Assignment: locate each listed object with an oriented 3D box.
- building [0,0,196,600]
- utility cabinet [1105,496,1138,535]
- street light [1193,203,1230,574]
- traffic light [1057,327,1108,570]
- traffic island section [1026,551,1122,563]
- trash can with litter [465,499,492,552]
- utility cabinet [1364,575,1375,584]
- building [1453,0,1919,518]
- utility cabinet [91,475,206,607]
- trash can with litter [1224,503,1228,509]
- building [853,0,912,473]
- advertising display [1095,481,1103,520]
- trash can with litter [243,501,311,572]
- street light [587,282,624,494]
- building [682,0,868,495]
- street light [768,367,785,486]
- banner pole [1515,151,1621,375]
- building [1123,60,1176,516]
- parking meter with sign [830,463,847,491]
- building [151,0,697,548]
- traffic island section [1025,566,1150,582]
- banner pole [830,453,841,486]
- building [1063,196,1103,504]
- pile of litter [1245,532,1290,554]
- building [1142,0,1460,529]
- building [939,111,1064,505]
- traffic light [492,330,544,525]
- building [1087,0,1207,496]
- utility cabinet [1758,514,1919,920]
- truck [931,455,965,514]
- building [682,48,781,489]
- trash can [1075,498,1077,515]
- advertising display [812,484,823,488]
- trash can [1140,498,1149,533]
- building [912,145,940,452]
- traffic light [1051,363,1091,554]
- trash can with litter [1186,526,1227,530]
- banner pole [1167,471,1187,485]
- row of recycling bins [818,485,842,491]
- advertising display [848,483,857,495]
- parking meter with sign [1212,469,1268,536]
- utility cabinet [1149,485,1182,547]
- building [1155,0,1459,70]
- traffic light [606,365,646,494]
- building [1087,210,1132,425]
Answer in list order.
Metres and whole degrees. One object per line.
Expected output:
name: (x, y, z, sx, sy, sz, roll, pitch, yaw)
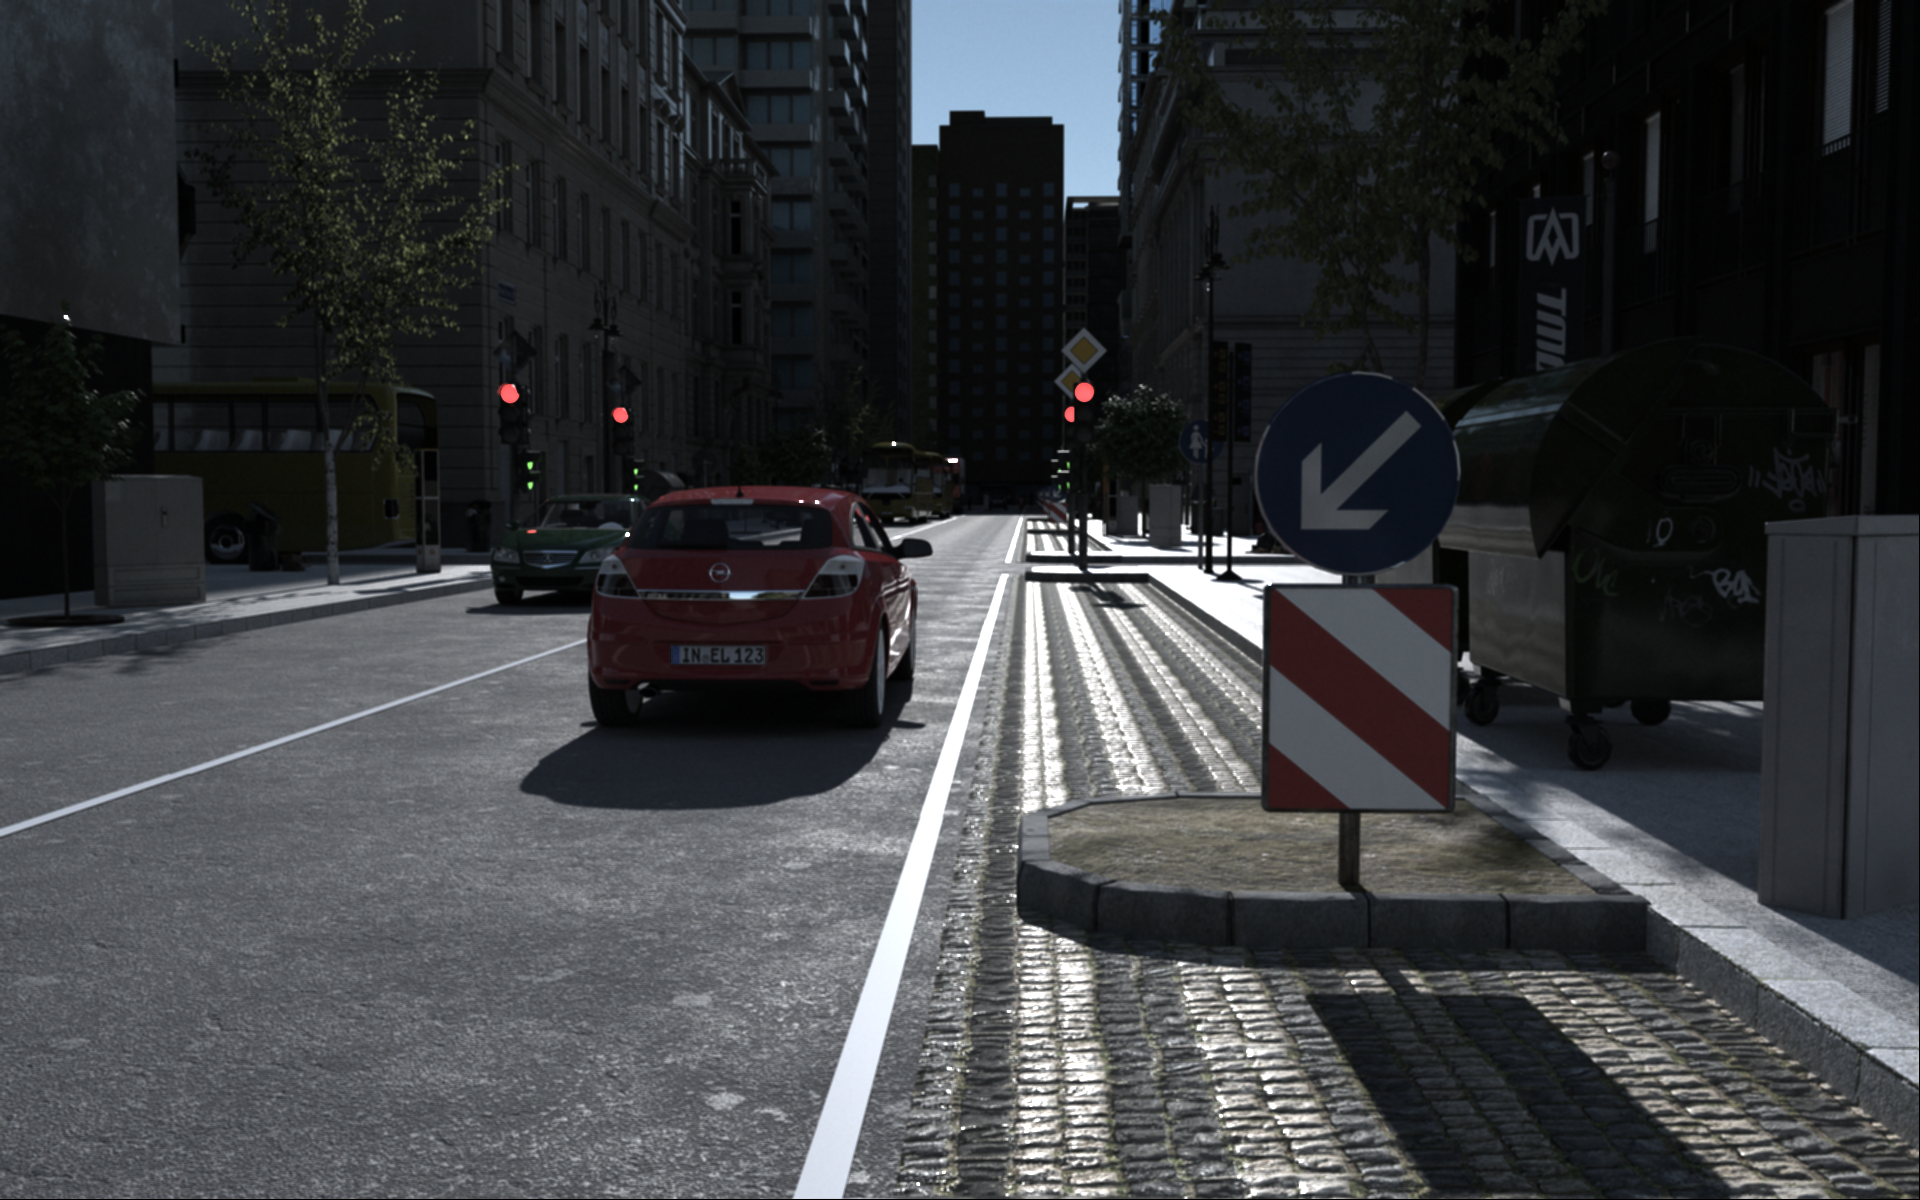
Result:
building: (-20.009, -9.291, 19.353, 16.811, 18.784, 16.820, 0, 4, 2)
utility cabinet: (5.099, -2.660, 54.655, 1.020, 1.237, 0.306, 0, 4, 1)
street light: (4.030, -3.369, 27.872, 0.468, 5.910, 1.993, 0, 4, 2)
traffic light: (2.068, -2.467, 29.256, 0.839, 4.253, 0.868, 0, 4, 2)
traffic island section: (2.424, -0.921, 37.347, 2.009, 0.180, 2.903, 0, 4, 2)
trash can with litter: (-10.752, -1.649, 38.347, 0.624, 1.170, 1.055, -2, 4, -31)
utility cabinet: (5.434, -0.814, 21.983, 1.173, 1.500, 0.318, -3, 4, -38)
building: (13.316, -11.494, 17.605, 12.332, 23.373, 15.834, 0, 4, 2)
utility cabinet: (-9.302, -0.686, 19.895, 0.318, 1.500, 1.173, 2, 4, 35)
trash can with litter: (9.107, -2.768, 56.643, 0.624, 1.170, 1.055, 2, 4, 32)
building: (-15.694, -45.049, 174.801, 20.611, 71.187, 20.563, 0, 4, 2)
advertising display: (6.971, -5.002, 86.995, 0.123, 1.923, 0.974, -1, 4, -13)
trash can with litter: (-11.385, -1.072, 28.910, 1.055, 1.170, 0.624, 0, 4, 4)
street light: (-7.715, -3.980, 37.865, 0.468, 5.910, 1.993, 0, 4, 2)
building: (-18.686, -31.086, 127.872, 23.786, 49.044, 30.456, 0, 4, 2)
street light: (-6.688, -5.531, 63.216, 0.468, 5.910, 1.993, 0, 4, 2)
banner pole: (4.538, -1.396, 12.837, 0.863, 3.779, 0.401, 1, 4, 21)
building: (16.232, -18.470, 99.240, 12.463, 27.353, 25.104, 0, 4, 2)
parking meter with sign: (-6.556, -6.094, 95.906, 0.543, 3.016, 1.738, -2, 4, -32)
building: (-16.334, -15.610, 52.486, 12.463, 27.353, 25.104, 0, 4, 2)
traffic island section: (2.108, -0.433, 29.368, 2.009, 0.180, 2.903, 0, 4, 2)
banner pole: (-7.091, -6.593, 97.808, 0.863, 3.779, 0.401, 0, 4, 0)
building: (24.412, -31.874, 213.023, 23.993, 40.220, 32.217, 0, 4, 2)
pile of litter: (7.065, -1.437, 37.468, 1.719, 0.858, 1.176, 1, 4, 16)
building: (15.304, -14.252, 74.816, 13.314, 21.916, 24.055, 0, 4, 2)
building: (5.013, -33.975, 205.607, 14.200, 45.320, 14.600, 0, 4, 2)
traffic light: (-7.586, -2.489, 29.620, 0.839, 4.253, 0.868, 0, 4, 2)
building: (22.994, -51.424, 153.456, 22.319, 86.520, 31.000, 0, 4, 2)
utility cabinet: (2.986, 0.341, 5.583, 1.020, 1.237, 0.306, -2, 4, -35)
truck: (-1.024, -8.361, 125.622, 2.839, 4.237, 11.283, 0, 4, 2)
building: (-16.537, -16.108, 82.456, 14.460, 24.649, 34.723, 0, 4, 2)
trash can: (6.959, -5.472, 101.115, 0.748, 1.137, 0.748, 0, 3, 0)
advertising display: (-8.816, -6.165, 106.017, 0.974, 1.923, 0.123, 3, 4, 36)
trash can: (6.312, -2.787, 57.223, 0.748, 1.137, 0.748, 0, 3, 0)
building: (-9.133, -31.947, 205.923, 14.086, 41.232, 14.154, 0, 4, 2)
traffic light: (2.384, -2.955, 37.235, 0.839, 4.253, 0.868, 0, 4, 2)
trash can with litter: (8.710, -3.149, 62.547, 1.678, 1.210, 2.233, 0, 4, 1)
banner pole: (7.428, -4.268, 59.801, 0.863, 3.779, 0.401, 1, 4, 9)
row of recycling bins: (-6.065, -4.535, 81.258, 1.069, 1.692, 3.534, 0, 4, 3)
advertising display: (-6.403, -5.828, 100.502, 0.974, 1.923, 0.123, -3, 5, -41)
parking meter with sign: (8.526, -3.456, 52.771, 1.738, 3.016, 0.543, 1, 4, 19)
utility cabinet: (4.936, -2.013, 41.585, 0.318, 1.500, 1.173, -1, 4, -19)
building: (27.403, -26.620, 127.120, 32.217, 40.220, 23.993, 0, 4, 2)
traffic light: (-7.270, -2.977, 37.599, 0.839, 4.253, 0.868, 0, 4, 2)
building: (19.959, -24.839, 177.816, 14.160, 30.474, 14.107, 0, 4, 2)
